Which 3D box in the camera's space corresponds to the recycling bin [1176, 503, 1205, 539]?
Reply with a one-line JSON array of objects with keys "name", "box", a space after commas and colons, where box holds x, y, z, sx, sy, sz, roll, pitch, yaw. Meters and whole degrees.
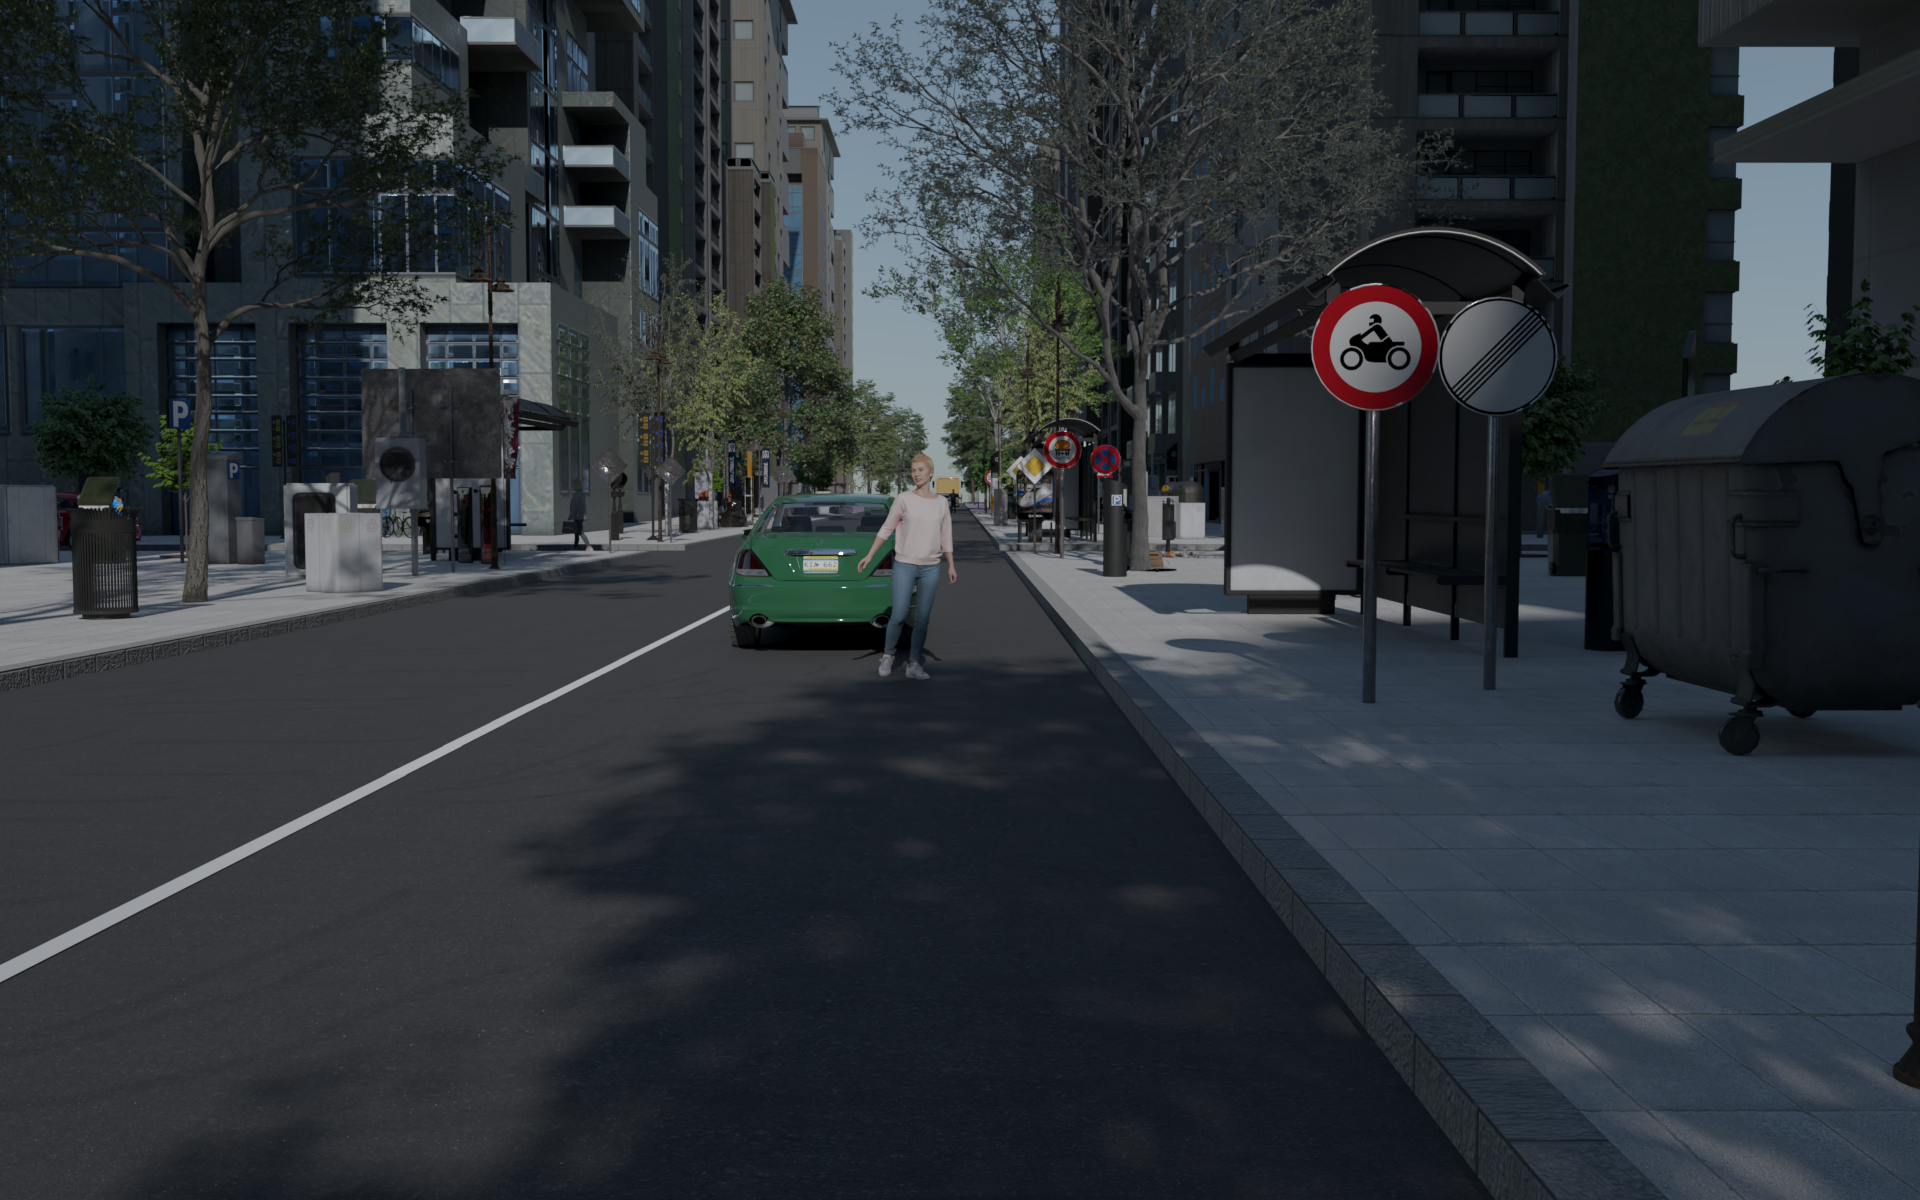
[{"name": "recycling bin", "box": [6.567, -2.250, 49.347, 0.722, 1.027, 0.722, 0, 4, -2]}]

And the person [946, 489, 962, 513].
[{"name": "person", "box": [-0.502, -7.518, 131.449, 1.348, 1.821, 0.705, 0, 4, -1]}]

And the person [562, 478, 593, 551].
[{"name": "person", "box": [-8.933, -1.945, 40.489, 0.728, 1.800, 0.709, 1, 4, 11]}]

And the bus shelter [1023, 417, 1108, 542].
[{"name": "bus shelter", "box": [2.876, -3.334, 48.427, 2.014, 3.302, 5.546, 0, 3, 0]}]

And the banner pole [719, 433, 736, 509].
[{"name": "banner pole", "box": [-9.392, -4.926, 70.565, 0.863, 3.779, 0.401, 3, 5, 42]}]

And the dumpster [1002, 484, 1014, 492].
[{"name": "dumpster", "box": [3.551, -7.097, 118.537, 1.502, 2.255, 1.985, 0, 3, 0]}]

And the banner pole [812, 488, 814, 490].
[{"name": "banner pole", "box": [-10.510, -7.978, 120.453, 0.863, 3.779, 0.401, -1, 4, -12]}]

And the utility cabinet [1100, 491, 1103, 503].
[{"name": "utility cabinet", "box": [8.688, -5.765, 102.941, 0.318, 1.500, 1.173, -1, 4, -18]}]

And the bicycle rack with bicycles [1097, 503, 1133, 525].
[{"name": "bicycle rack with bicycles", "box": [6.172, -3.656, 73.154, 2.852, 0.926, 2.925, -3, 4, -38]}]

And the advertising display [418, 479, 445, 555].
[{"name": "advertising display", "box": [-11.328, -1.943, 36.989, 0.123, 1.923, 0.974, 2, 4, 24]}]

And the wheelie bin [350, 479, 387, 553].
[{"name": "wheelie bin", "box": [-12.778, -1.793, 37.218, 0.980, 1.594, 0.693, -1, 4, -14]}]

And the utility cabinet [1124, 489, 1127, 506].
[{"name": "utility cabinet", "box": [4.930, -2.735, 53.394, 0.318, 1.500, 1.173, 0, 4, -2]}]

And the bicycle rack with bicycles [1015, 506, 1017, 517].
[{"name": "bicycle rack with bicycles", "box": [3.409, -5.138, 97.393, 2.925, 0.926, 2.852, -1, 4, -10]}]

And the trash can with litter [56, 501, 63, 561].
[{"name": "trash can with litter", "box": [-17.515, -1.301, 32.665, 1.055, 1.170, 0.624, 0, 4, 1]}]

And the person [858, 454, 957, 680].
[{"name": "person", "box": [-0.455, -0.264, 13.493, 0.731, 1.740, 0.598, -2, 4, -27]}]

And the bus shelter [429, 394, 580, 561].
[{"name": "bus shelter", "box": [-9.416, -2.552, 35.651, 2.014, 3.302, 5.546, 0, 4, 0]}]

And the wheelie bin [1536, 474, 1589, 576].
[{"name": "wheelie bin", "box": [9.551, -1.181, 27.218, 0.980, 1.594, 0.693, 1, 4, 8]}]

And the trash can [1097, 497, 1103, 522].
[{"name": "trash can", "box": [6.062, -4.028, 77.514, 0.748, 1.137, 0.748, 0, 3, 0]}]

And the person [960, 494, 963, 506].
[{"name": "person", "box": [0.104, -12.364, 213.875, 0.599, 1.433, 0.991, -1, 4, -18]}]

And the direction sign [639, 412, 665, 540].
[{"name": "direction sign", "box": [-8.532, -3.428, 48.047, 0.876, 3.537, 0.379, 2, 4, 27]}]

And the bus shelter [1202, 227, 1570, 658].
[{"name": "bus shelter", "box": [3.606, -1.345, 15.920, 2.014, 3.302, 5.546, 0, 3, 0]}]

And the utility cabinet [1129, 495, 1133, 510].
[{"name": "utility cabinet", "box": [8.414, -4.262, 80.843, 1.020, 1.237, 0.306, 2, 4, 24]}]

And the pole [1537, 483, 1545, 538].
[{"name": "pole", "box": [16.947, -3.464, 50.486, 0.158, 3.312, 0.155, 0, 3, 0]}]

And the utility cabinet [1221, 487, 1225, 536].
[{"name": "utility cabinet", "box": [8.025, -2.653, 52.051, 0.318, 1.500, 1.173, 0, 4, 4]}]

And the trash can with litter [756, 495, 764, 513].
[{"name": "trash can with litter", "box": [-13.833, -6.642, 119.656, 1.678, 1.210, 2.233, 0, 4, 2]}]

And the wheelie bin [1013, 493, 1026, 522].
[{"name": "wheelie bin", "box": [2.920, -4.342, 78.902, 0.980, 1.594, 0.693, 0, 4, 8]}]

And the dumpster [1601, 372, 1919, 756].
[{"name": "dumpster", "box": [4.331, -0.207, 9.140, 1.264, 1.857, 1.865, 0, 4, 0]}]

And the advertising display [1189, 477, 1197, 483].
[{"name": "advertising display", "box": [8.623, -3.608, 64.204, 0.123, 1.923, 0.974, 0, 4, -2]}]

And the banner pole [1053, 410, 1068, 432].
[{"name": "banner pole", "box": [2.965, -3.770, 51.659, 0.401, 3.779, 0.863, -2, 4, -35]}]

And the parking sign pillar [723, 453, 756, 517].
[{"name": "parking sign pillar", "box": [-12.075, -6.602, 96.416, 1.447, 3.967, 1.447, -2, 4, -31]}]

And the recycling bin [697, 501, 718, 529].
[{"name": "recycling bin", "box": [-9.330, -3.095, 63.160, 0.722, 1.027, 0.722, 3, 4, 37]}]

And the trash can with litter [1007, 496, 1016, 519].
[{"name": "trash can with litter", "box": [2.688, -4.719, 88.538, 0.624, 1.170, 1.055, -1, 4, -11]}]

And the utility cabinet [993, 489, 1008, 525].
[{"name": "utility cabinet", "box": [1.652, -3.765, 70.238, 0.318, 1.500, 1.173, -1, 4, -13]}]

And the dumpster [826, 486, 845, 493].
[{"name": "dumpster", "box": [-8.507, -6.875, 118.169, 1.264, 1.857, 1.865, 0, 3, 0]}]

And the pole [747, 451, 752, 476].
[{"name": "pole", "box": [-10.015, -5.425, 82.549, 0.158, 3.312, 0.155, 0, 3, 0]}]

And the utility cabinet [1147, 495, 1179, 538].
[{"name": "utility cabinet", "box": [5.909, -2.440, 51.051, 1.020, 1.237, 0.306, 2, 4, 28]}]

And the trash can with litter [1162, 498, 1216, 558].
[{"name": "trash can with litter", "box": [4.386, -1.510, 35.752, 1.678, 1.210, 2.233, 0, 4, 4]}]

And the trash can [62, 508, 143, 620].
[{"name": "trash can", "box": [-8.808, -0.378, 17.838, 0.748, 1.137, 0.748, 0, 3, 0]}]

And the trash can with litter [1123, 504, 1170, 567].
[{"name": "trash can with litter", "box": [3.127, -1.157, 30.307, 1.055, 1.170, 0.624, 0, 4, 0]}]

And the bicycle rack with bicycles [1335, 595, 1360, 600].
[{"name": "bicycle rack with bicycles", "box": [5.462, -0.516, 21.816, 2.925, 0.926, 2.852, 1, 4, 14]}]

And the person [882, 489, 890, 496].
[{"name": "person", "box": [-5.728, -7.573, 132.458, 1.348, 1.807, 0.705, -1, 4, -19]}]

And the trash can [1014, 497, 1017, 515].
[{"name": "trash can", "box": [3.419, -5.360, 99.286, 0.748, 1.137, 0.748, 0, 3, 0]}]

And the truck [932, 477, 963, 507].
[{"name": "truck", "box": [-1.352, -11.942, 191.181, 3.469, 3.379, 9.791, 0, 4, -1]}]

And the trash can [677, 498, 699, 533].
[{"name": "trash can", "box": [-8.941, -2.771, 56.961, 0.748, 1.137, 0.748, 0, 3, 0]}]

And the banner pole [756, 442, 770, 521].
[{"name": "banner pole", "box": [-9.406, -5.676, 82.815, 0.863, 3.779, 0.401, 2, 4, 33]}]

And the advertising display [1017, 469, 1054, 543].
[{"name": "advertising display", "box": [1.967, -2.450, 45.269, 0.974, 1.923, 0.123, 0, 4, 0]}]

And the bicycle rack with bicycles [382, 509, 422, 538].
[{"name": "bicycle rack with bicycles", "box": [-16.613, -2.329, 51.461, 2.852, 0.926, 2.925, -3, 4, -37]}]

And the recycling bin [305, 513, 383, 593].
[{"name": "recycling bin", "box": [-8.111, -0.627, 22.803, 0.722, 1.027, 0.722, 3, 4, 37]}]

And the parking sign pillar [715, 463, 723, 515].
[{"name": "parking sign pillar", "box": [-14.527, -7.041, 103.598, 1.447, 3.967, 1.447, 1, 4, 10]}]

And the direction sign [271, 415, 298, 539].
[{"name": "direction sign", "box": [-19.411, -3.537, 49.821, 0.876, 3.537, 0.379, 1, 4, 21]}]

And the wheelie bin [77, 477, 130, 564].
[{"name": "wheelie bin", "box": [-15.823, -1.473, 31.988, 0.980, 1.594, 0.693, 0, 4, 7]}]
